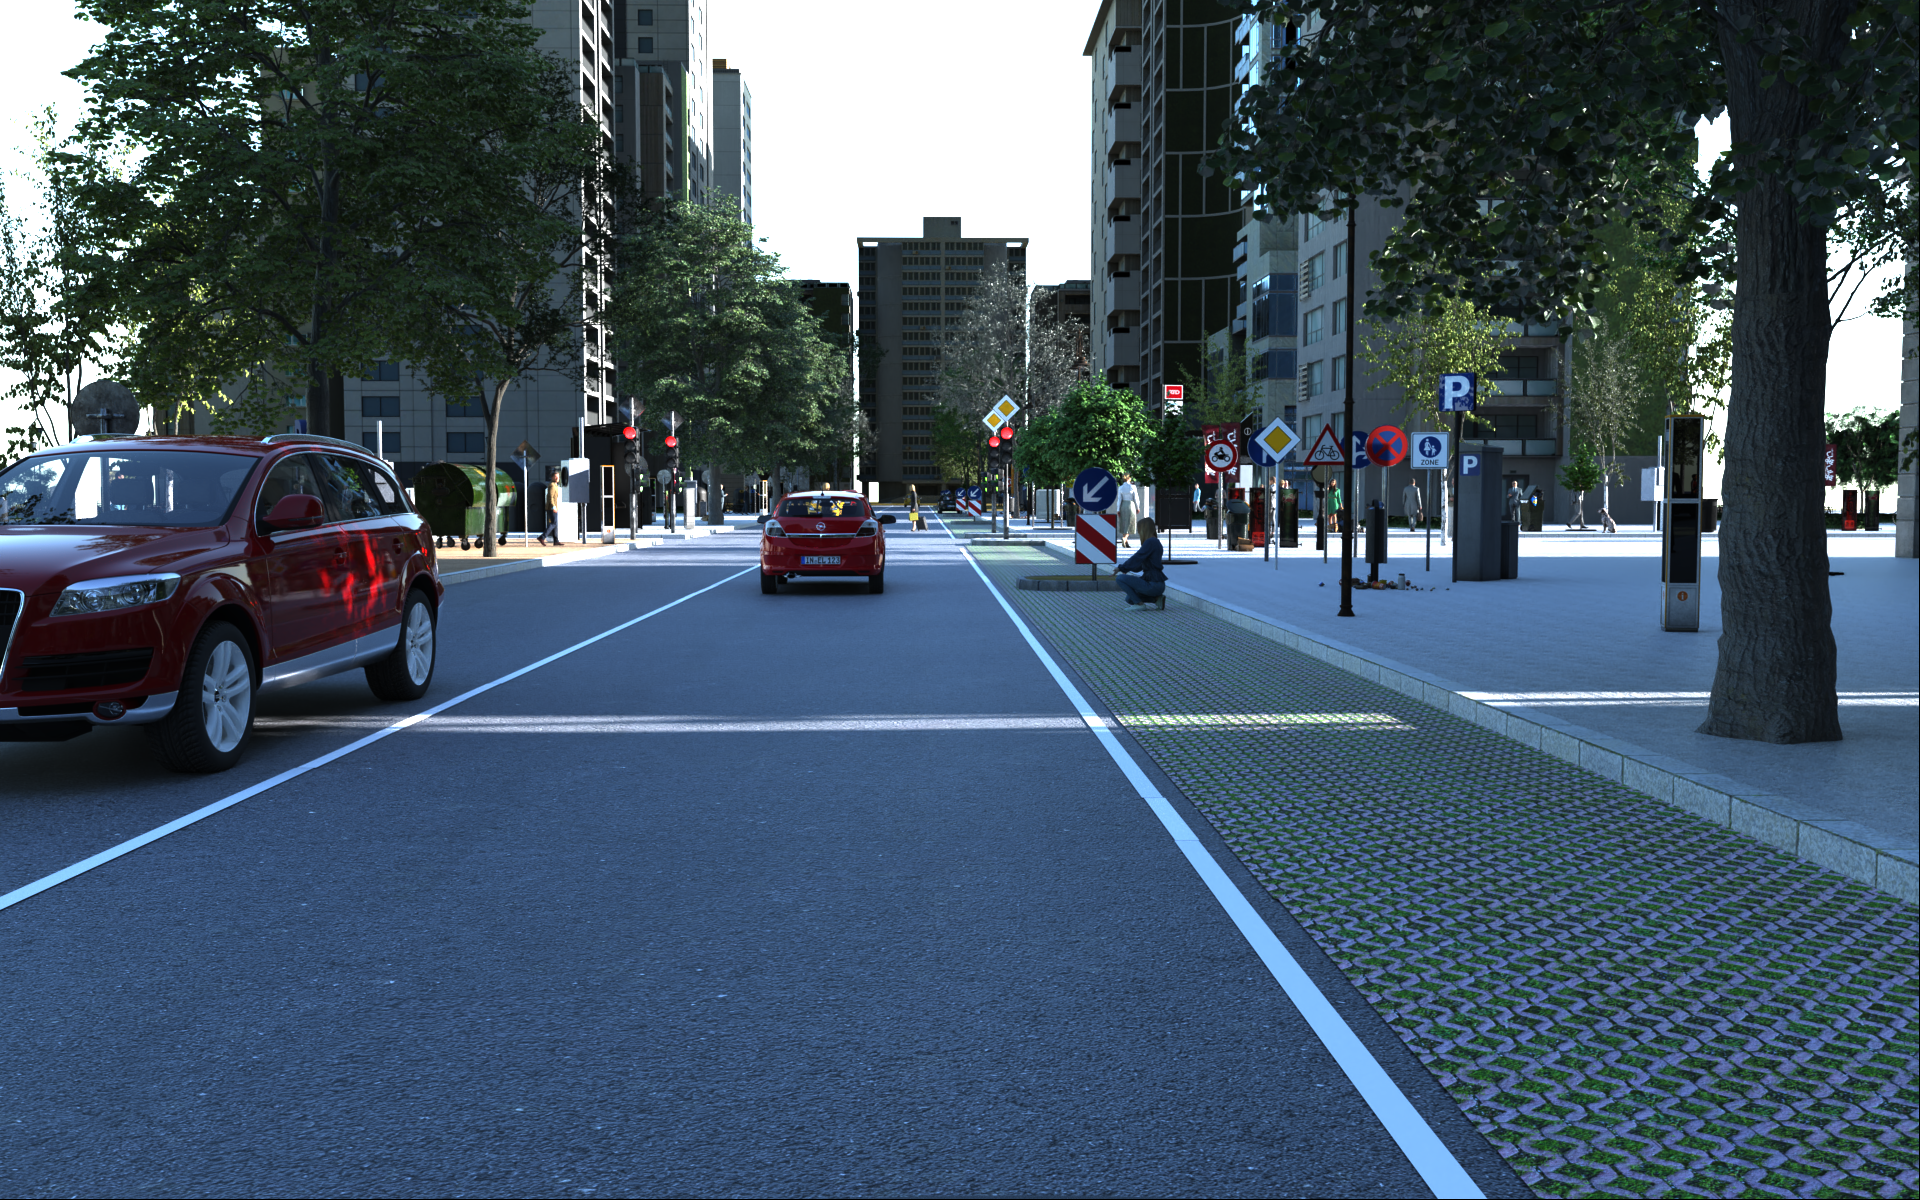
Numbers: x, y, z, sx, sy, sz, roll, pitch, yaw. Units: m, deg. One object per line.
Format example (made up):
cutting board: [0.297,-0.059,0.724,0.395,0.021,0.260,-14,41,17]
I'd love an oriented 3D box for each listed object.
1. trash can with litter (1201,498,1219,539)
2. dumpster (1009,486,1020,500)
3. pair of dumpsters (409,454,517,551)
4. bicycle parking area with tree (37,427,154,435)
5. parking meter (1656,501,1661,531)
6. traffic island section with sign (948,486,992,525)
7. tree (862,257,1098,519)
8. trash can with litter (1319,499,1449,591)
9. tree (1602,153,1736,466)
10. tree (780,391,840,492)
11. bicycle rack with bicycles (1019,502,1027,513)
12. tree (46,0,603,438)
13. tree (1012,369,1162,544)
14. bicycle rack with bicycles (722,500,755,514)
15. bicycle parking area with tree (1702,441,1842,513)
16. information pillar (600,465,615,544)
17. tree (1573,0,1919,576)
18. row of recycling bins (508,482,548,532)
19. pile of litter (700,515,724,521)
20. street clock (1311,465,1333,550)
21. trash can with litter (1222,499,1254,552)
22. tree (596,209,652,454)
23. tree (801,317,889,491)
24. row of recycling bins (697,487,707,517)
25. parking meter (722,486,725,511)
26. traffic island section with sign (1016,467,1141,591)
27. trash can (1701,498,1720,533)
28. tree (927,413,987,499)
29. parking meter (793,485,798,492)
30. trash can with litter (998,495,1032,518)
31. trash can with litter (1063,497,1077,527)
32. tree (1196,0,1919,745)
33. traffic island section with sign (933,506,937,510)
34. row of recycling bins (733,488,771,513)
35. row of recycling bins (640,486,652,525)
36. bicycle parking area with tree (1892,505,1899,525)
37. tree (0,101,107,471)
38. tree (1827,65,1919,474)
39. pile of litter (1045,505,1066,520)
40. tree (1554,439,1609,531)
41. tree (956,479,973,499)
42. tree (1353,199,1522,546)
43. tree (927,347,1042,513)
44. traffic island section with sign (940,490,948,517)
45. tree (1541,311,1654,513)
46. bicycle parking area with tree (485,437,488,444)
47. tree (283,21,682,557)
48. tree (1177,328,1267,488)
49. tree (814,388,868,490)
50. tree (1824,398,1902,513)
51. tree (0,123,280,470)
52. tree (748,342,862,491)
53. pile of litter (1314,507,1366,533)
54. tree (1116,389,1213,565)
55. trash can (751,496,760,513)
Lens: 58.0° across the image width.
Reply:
trash can with litter: [7.388,-2.296,48.926,1.055,1.170,0.624,-1,4,-20]
dumpster: [3.831,-7.552,129.240,1.264,1.857,1.865,0,4,-1]
pair of dumpsters: [-11.768,-2.360,41.080,1.574,2.255,4.437,0,4,-1]
bicycle parking area with tree: [-38.168,-5.489,76.741,8.231,4.147,9.016,-3,5,-45]
parking meter: [24.691,-3.379,60.961,0.255,1.863,0.399,2,4,35]
traffic island section with sign: [0.555,-4.459,81.526,1.989,1.847,2.006,0,4,-1]
tree: [2.855,-10.978,89.857,12.009,13.543,11.850,0,3,0]
trash can with litter: [5.827,-0.792,24.007,1.678,1.210,2.233,1,4,9]
tree: [15.468,-5.286,36.796,4.737,8.622,4.395,0,3,0]
tree: [-11.064,-10.026,114.291,4.360,8.622,3.978,0,3,0]
bicycle rack with bicycles: [5.272,-6.176,114.365,2.925,0.926,2.852,0,4,-6]
tree: [-8.884,-6.526,24.821,7.486,12.596,7.792,0,3,0]
tree: [3.702,-3.763,45.235,4.285,4.588,4.351,0,3,0]
bicycle rack with bicycles: [-14.816,-6.109,113.262,2.925,0.926,2.852,0,4,-4]
bicycle parking area with tree: [42.553,-6.511,93.462,8.231,4.147,9.016,0,4,6]
information pillar: [-9.059,-2.448,44.517,0.304,2.012,0.304,-1,4,-20]
tree: [13.331,-6.216,27.393,9.928,11.665,9.643,0,3,0]
row of recycling bins: [-15.390,-3.190,59.271,3.534,1.692,1.069,2,4,35]
pile of litter: [-11.820,-4.170,82.152,1.176,0.858,1.719,2,4,27]
street clock: [8.246,-2.139,39.541,0.471,2.002,0.358,0,4,4]
trash can with litter: [6.368,-1.687,38.964,0.624,1.170,1.055,-1,4,-11]
tree: [-10.127,-10.108,71.929,9.857,13.997,8.962,0,3,0]
tree: [-14.174,-19.974,182.467,12.611,20.169,13.585,0,3,0]
row of recycling bins: [-14.927,-5.587,98.455,1.069,1.692,3.534,-1,4,-9]
parking meter: [-16.271,-6.896,118.453,0.399,1.863,0.255,3,4,38]
traffic island section with sign: [1.868,-1.079,26.271,1.989,1.847,2.006,0,4,-1]
trash can: [24.969,-2.827,57.878,0.748,1.137,0.748,0,3,0]
tree: [-0.166,-17.145,198.441,7.486,12.596,7.792,0,3,0]
parking meter: [-10.539,-6.439,110.993,0.255,1.863,0.399,0,4,-2]
trash can with litter: [3.171,-5.062,93.827,2.233,1.210,1.678,-3,4,-36]
trash can with litter: [4.544,-3.467,68.075,1.055,1.170,0.624,-3,5,-44]
tree: [4.417,-6.244,8.747,9.857,13.997,8.962,0,3,0]
traffic island section with sign: [-1.268,-9.176,158.660,1.989,1.847,2.006,0,4,-1]
row of recycling bins: [-13.946,-6.897,119.879,3.534,1.692,1.069,0,4,-7]
row of recycling bins: [-13.827,-3.928,71.335,1.069,1.692,3.534,2,4,23]
bicycle parking area with tree: [41.843,-4.921,67.455,9.016,4.147,8.231,-1,4,-22]
tree: [-16.763,-4.997,32.069,4.737,8.622,4.395,0,3,0]
tree: [12.121,-4.254,19.920,4.360,8.622,3.978,0,3,0]
pile of litter: [5.011,-4.373,85.464,1.719,0.858,1.176,0,4,-4]
tree: [21.663,-4.024,60.401,1.663,3.219,1.824,0,3,0]
tree: [0.709,-12.055,191.707,1.663,3.219,1.824,0,3,0]
tree: [11.876,-5.643,42.628,4.737,8.622,4.395,0,3,0]
tree: [1.782,-11.849,119.491,9.928,11.665,9.643,0,3,0]
traffic island section with sign: [-0.079,-6.121,108.708,1.989,1.847,2.006,0,4,-1]
tree: [25.551,-7.241,68.756,4.360,8.622,3.978,0,3,0]
bicycle parking area with tree: [-21.258,-6.056,86.018,8.231,4.147,9.016,2,4,31]
tree: [-9.604,-6.131,34.657,8.767,10.594,7.601,0,4,-1]
tree: [11.631,-7.689,76.078,4.737,8.622,4.395,0,3,0]
tree: [-12.460,-14.512,163.019,9.928,11.665,9.643,0,3,0]
tree: [55.839,-8.437,100.850,11.467,7.101,20.602,-1,4,-13]
tree: [-16.986,-5.315,37.264,4.737,8.622,4.395,0,3,0]
tree: [-11.865,-13.359,128.797,12.009,13.543,11.850,0,3,0]
pile of litter: [12.698,-2.673,57.667,1.719,0.858,1.176,2,4,24]
tree: [3.886,-2.287,31.997,1.663,3.219,1.824,0,3,0]
trash can: [-13.949,-6.538,118.556,0.748,1.137,0.748,0,3,0]
